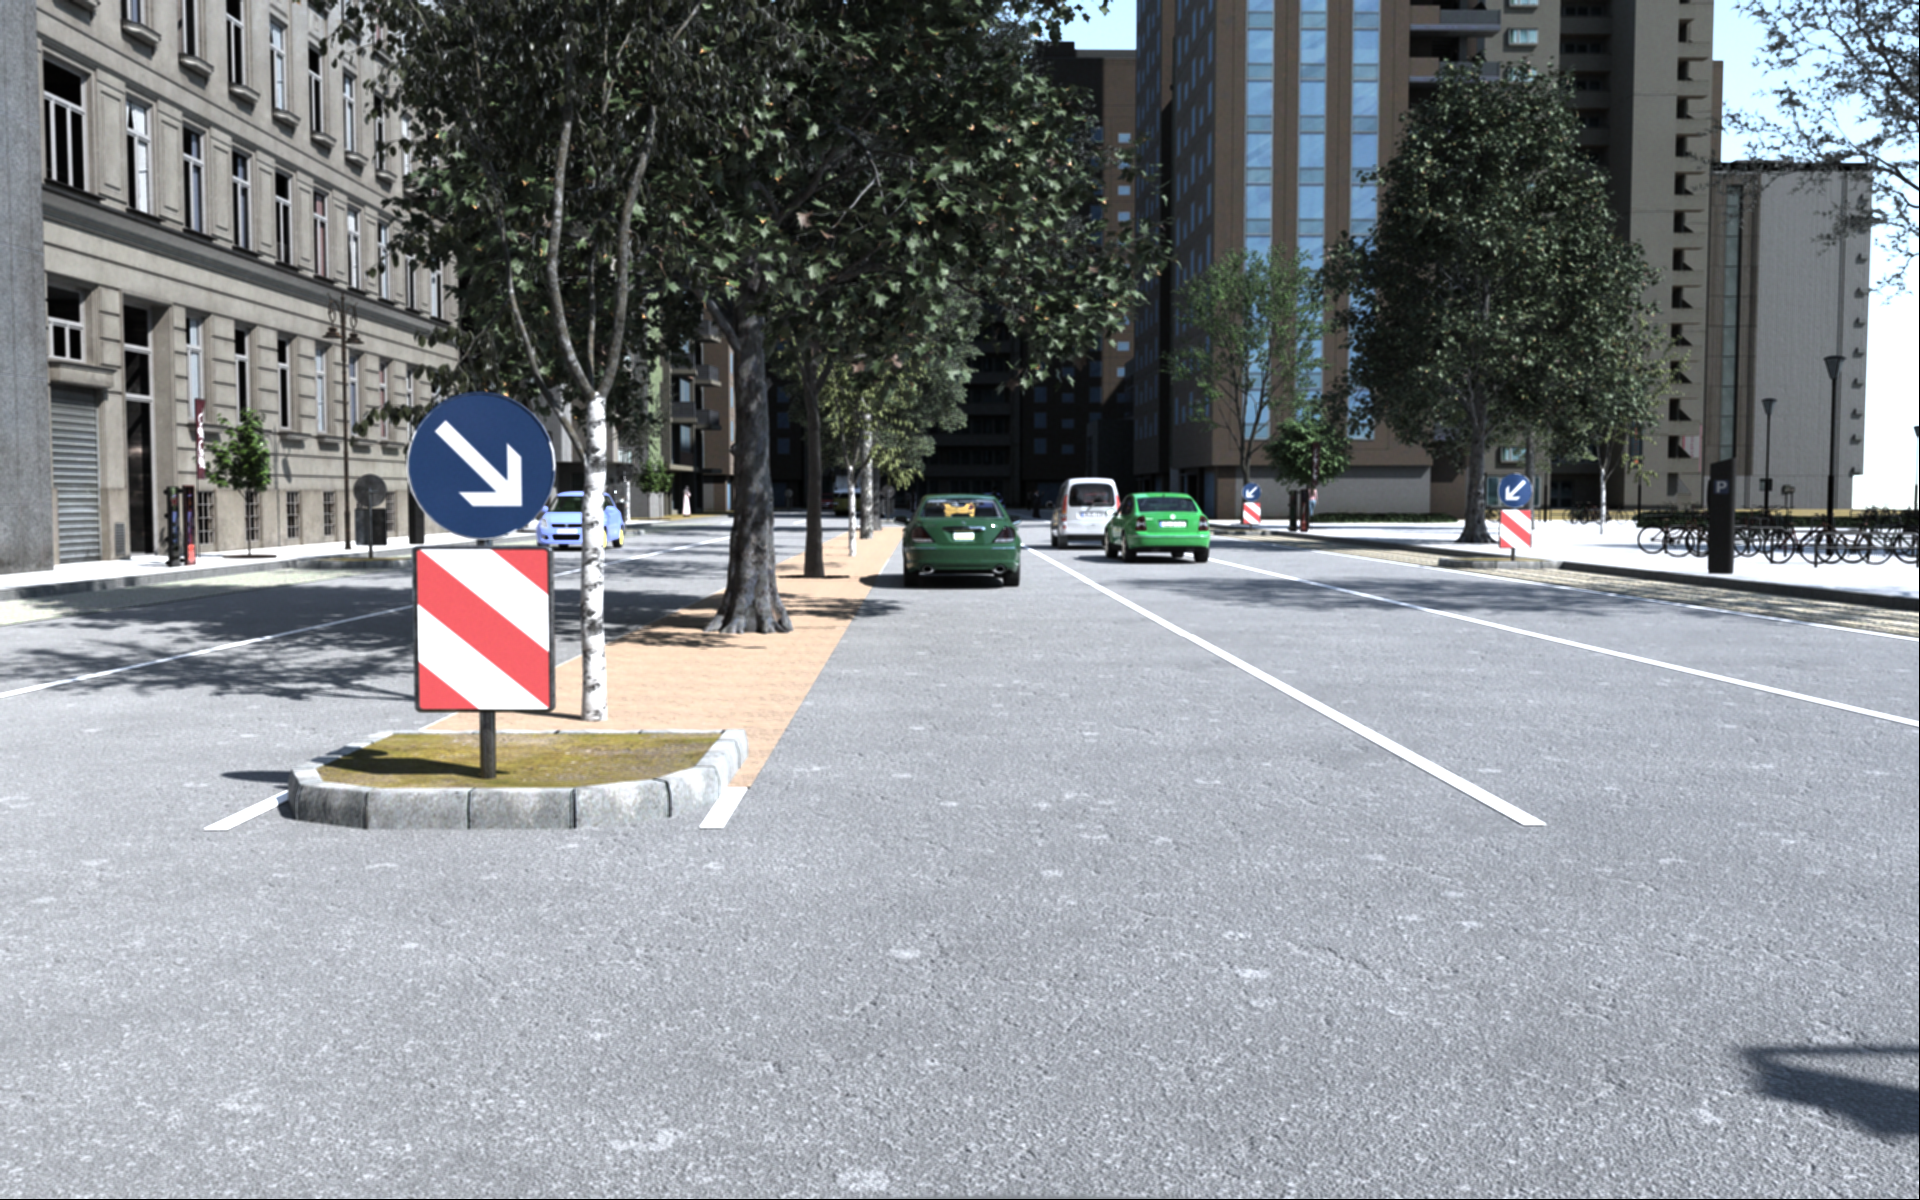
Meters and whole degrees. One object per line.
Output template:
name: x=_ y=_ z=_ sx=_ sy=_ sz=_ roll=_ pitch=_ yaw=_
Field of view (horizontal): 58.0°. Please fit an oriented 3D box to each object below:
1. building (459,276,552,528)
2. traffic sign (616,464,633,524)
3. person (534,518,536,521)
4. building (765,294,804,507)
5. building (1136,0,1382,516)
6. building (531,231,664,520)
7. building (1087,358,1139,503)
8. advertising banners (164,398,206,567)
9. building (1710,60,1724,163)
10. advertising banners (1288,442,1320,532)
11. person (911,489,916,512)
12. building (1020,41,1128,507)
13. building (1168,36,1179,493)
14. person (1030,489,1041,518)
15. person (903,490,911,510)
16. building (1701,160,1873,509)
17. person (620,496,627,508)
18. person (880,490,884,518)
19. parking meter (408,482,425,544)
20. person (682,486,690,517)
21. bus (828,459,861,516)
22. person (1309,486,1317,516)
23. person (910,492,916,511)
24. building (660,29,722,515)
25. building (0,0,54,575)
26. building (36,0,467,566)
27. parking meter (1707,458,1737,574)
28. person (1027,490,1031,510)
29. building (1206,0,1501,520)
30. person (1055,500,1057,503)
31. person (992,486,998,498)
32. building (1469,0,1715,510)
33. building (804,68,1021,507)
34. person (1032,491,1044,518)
building: x=-24.745 y=-12.194 z=66.816 sx=16.820 sy=18.784 sz=16.811 roll=0 pitch=4 yaw=-1
traffic sign: x=-14.392 y=-4.538 z=74.301 sx=0.768 sy=2.556 sz=0.104 roll=0 pitch=4 yaw=7
person: x=-20.177 y=-4.492 z=81.291 sx=0.589 sy=1.601 sz=0.330 roll=0 pitch=4 yaw=-3
building: x=-22.746 y=-32.093 z=174.831 sx=14.200 sy=45.320 sz=14.600 roll=0 pitch=4 yaw=-1
building: x=19.892 y=-28.759 z=120.324 sx=14.600 sy=45.320 sz=14.200 roll=0 pitch=4 yaw=-1
building: x=-23.718 y=-24.871 z=90.237 sx=14.154 sy=41.232 sz=14.086 roll=0 pitch=4 yaw=-1
building: x=23.105 y=-50.722 z=141.983 sx=22.319 sy=86.520 sz=31.000 roll=0 pitch=4 yaw=-1
advertising banners: x=-13.880 y=-2.136 z=31.112 sx=0.090 sy=3.025 sz=2.074 roll=0 pitch=4 yaw=-4
building: x=66.885 y=-32.167 z=176.048 sx=14.200 sy=45.320 sz=14.600 roll=0 pitch=4 yaw=-1
advertising banners: x=11.654 y=-3.820 z=58.651 sx=0.090 sy=3.025 sz=2.074 roll=-1 pitch=4 yaw=-18
person: x=-3.701 y=-7.902 z=137.832 sx=0.705 sy=1.807 sz=1.348 roll=0 pitch=4 yaw=4
building: x=13.094 y=-32.116 z=175.213 sx=14.200 sy=45.320 sz=14.600 roll=0 pitch=4 yaw=-1
building: x=19.704 y=-20.475 z=106.460 sx=14.160 sy=30.474 sz=14.107 roll=0 pitch=4 yaw=-1
person: x=4.453 y=-5.652 z=101.711 sx=0.445 sy=1.727 sz=0.742 roll=2 pitch=4 yaw=34
person: x=-4.742 y=-9.128 z=157.743 sx=0.705 sy=1.824 sz=1.348 roll=2 pitch=4 yaw=33
building: x=70.021 y=-23.351 z=153.497 sx=14.107 sy=30.474 sz=14.160 roll=0 pitch=4 yaw=-1
person: x=-15.004 y=-4.058 z=77.080 sx=0.332 sy=1.250 sz=0.352 roll=1 pitch=4 yaw=11
person: x=-4.786 y=-5.816 z=104.397 sx=0.445 sy=1.727 sz=0.742 roll=0 pitch=4 yaw=-6
parking meter: x=-13.889 y=-2.357 z=44.242 sx=0.399 sy=1.863 sz=0.255 roll=3 pitch=5 yaw=42
person: x=-15.577 y=-5.631 z=98.777 sx=0.621 sy=1.740 sz=0.551 roll=-3 pitch=4 yaw=-36
bus: x=-7.014 y=-7.610 z=115.968 sx=2.896 sy=3.916 sz=12.252 roll=0 pitch=4 yaw=-1
person: x=16.359 y=-4.554 z=80.508 sx=0.555 sy=1.821 sz=0.388 roll=-1 pitch=4 yaw=-14
person: x=-3.831 y=-8.169 z=142.735 sx=0.551 sy=1.740 sz=0.621 roll=-2 pitch=4 yaw=-35
building: x=-27.458 y=-27.944 z=111.502 sx=22.147 sy=44.769 sz=28.867 roll=0 pitch=4 yaw=-1
building: x=-20.999 y=-12.245 z=18.231 sx=12.078 sy=24.808 sz=19.932 roll=0 pitch=4 yaw=-1
building: x=-23.726 y=-12.846 z=43.311 sx=16.112 sy=22.955 sz=30.059 roll=0 pitch=4 yaw=-1
parking meter: x=12.276 y=-1.360 z=27.943 sx=0.399 sy=1.863 sz=0.255 roll=2 pitch=4 yaw=32
person: x=6.165 y=-8.893 z=153.911 sx=0.705 sy=1.823 sz=1.348 roll=0 pitch=4 yaw=3
building: x=19.262 y=-27.014 z=91.794 sx=14.600 sy=45.320 sz=14.200 roll=0 pitch=4 yaw=-1
person: x=6.085 y=-5.639 z=101.374 sx=1.217 sy=1.739 sz=0.721 roll=-2 pitch=4 yaw=-34
person: x=2.044 y=-5.589 z=99.512 sx=0.705 sy=1.869 sz=1.348 roll=0 pitch=4 yaw=-8
building: x=51.980 y=-32.118 z=148.836 sx=21.600 sy=48.544 sz=21.300 roll=0 pitch=4 yaw=-1
building: x=-4.861 y=-33.902 z=178.004 sx=21.600 sy=48.544 sz=21.300 roll=0 pitch=4 yaw=-1
person: x=4.714 y=-5.801 z=104.144 sx=0.742 sy=1.727 sz=0.445 roll=0 pitch=4 yaw=7
